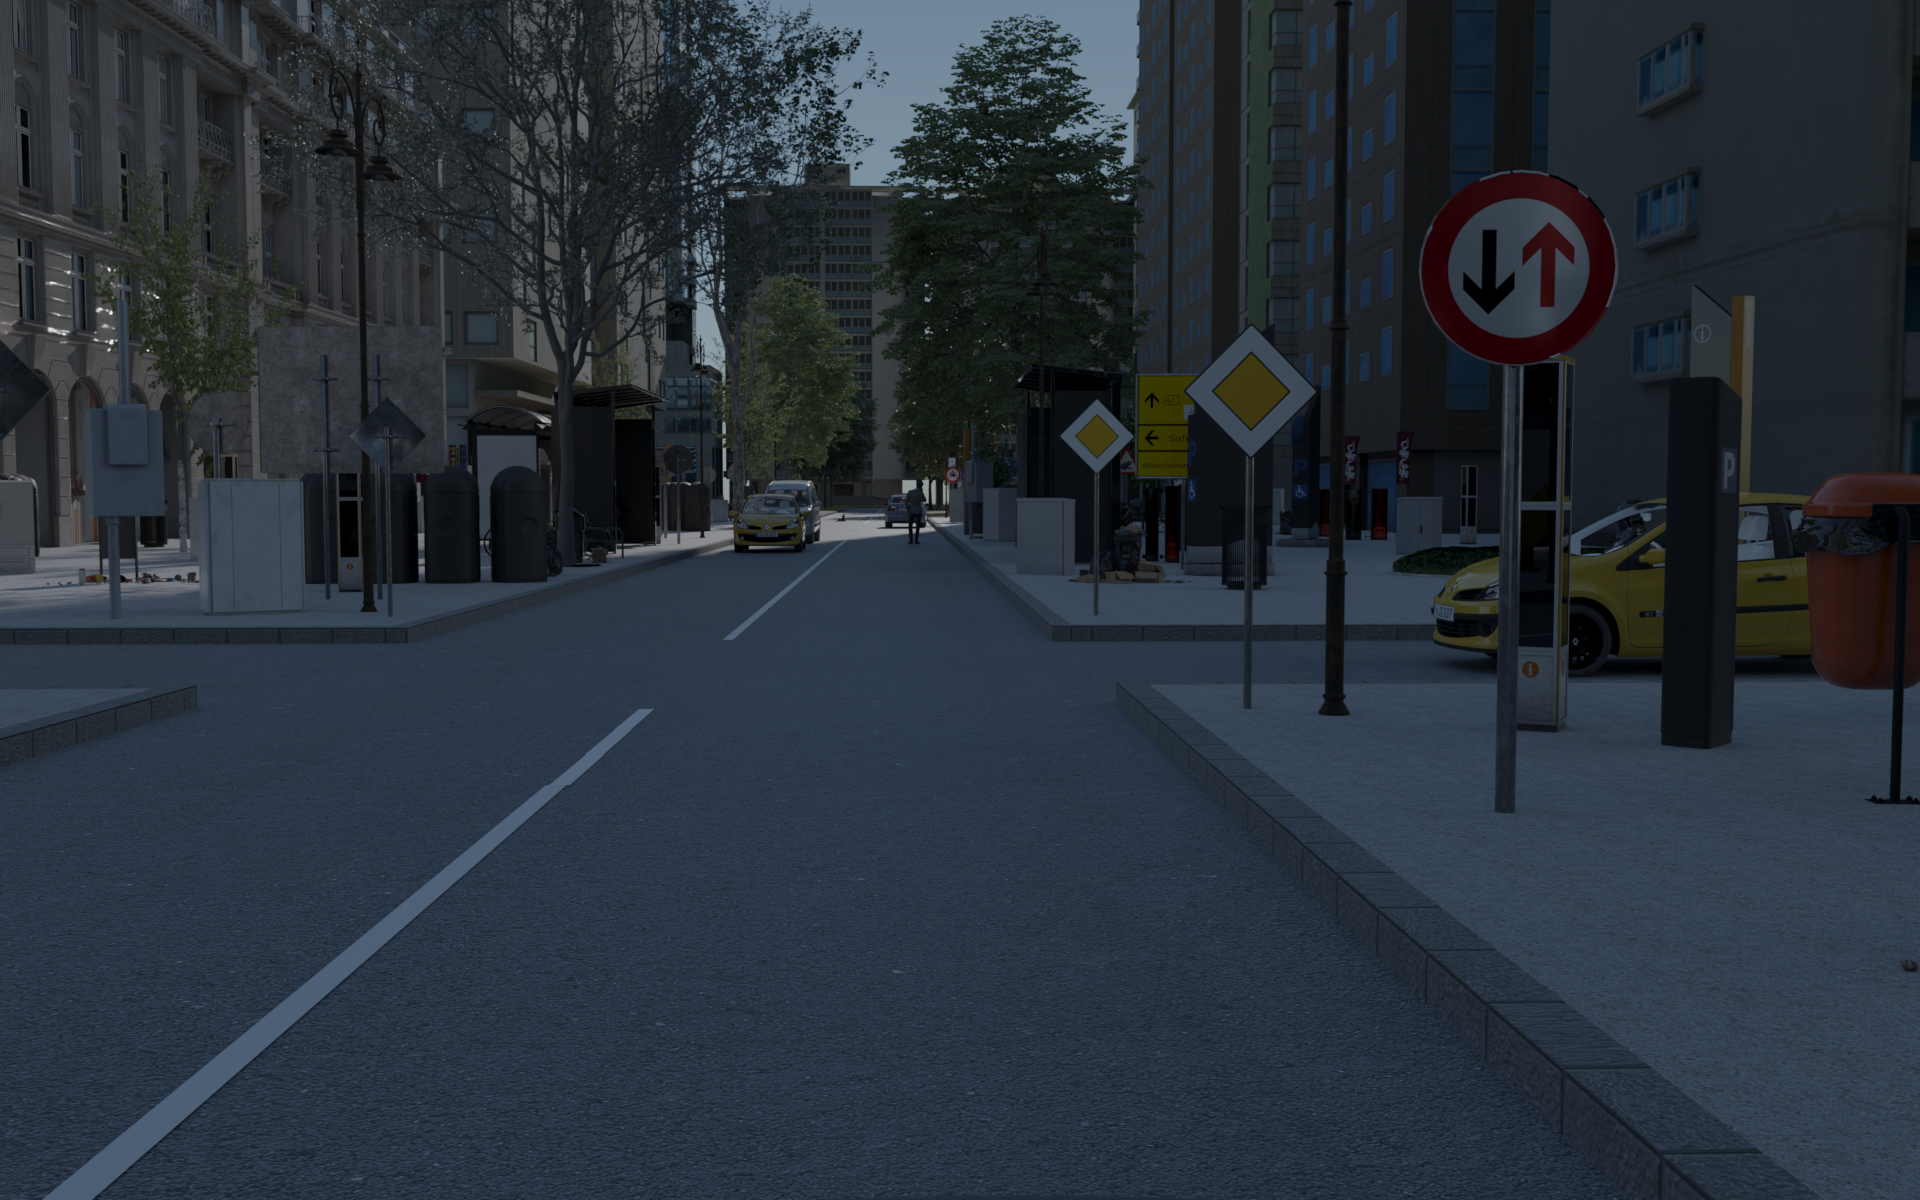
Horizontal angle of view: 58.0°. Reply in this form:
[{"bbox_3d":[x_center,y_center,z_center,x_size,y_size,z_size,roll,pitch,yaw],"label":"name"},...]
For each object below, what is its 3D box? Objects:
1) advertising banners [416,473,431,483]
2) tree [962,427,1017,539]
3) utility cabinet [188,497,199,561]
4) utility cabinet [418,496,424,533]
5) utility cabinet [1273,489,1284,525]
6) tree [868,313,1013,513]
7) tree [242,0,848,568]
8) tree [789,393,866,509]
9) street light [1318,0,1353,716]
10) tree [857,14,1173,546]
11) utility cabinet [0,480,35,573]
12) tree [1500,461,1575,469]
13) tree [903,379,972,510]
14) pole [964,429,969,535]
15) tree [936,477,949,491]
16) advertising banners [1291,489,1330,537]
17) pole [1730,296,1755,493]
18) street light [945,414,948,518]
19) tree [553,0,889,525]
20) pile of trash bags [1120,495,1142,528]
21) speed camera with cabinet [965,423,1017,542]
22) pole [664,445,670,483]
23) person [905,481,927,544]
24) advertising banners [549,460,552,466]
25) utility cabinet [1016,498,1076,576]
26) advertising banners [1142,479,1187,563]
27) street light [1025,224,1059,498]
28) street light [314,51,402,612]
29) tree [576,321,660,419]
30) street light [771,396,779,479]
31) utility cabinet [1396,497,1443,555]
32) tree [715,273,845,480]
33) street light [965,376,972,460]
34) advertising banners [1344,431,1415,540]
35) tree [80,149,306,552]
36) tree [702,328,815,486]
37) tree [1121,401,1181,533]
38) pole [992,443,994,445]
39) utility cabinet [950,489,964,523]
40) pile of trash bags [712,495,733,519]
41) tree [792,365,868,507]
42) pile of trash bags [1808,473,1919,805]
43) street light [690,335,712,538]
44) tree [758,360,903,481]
[{"bbox_3d":[-13.524,-2.771,41.492,2.074,3.025,0.090,-3,5,-41],"label":"advertising banners"},{"bbox_3d":[0.775,-3.407,50.309,1.663,3.219,1.824,0,3,0],"label":"tree"},{"bbox_3d":[-14.757,-1.380,33.721,0.306,1.237,1.020,-2,4,-33],"label":"utility cabinet"},{"bbox_3d":[-17.926,-2.794,56.848,1.020,1.237,0.306,2,4,34],"label":"utility cabinet"},{"bbox_3d":[12.711,-3.817,71.083,1.173,1.500,0.318,3,5,41],"label":"utility cabinet"},{"bbox_3d":[-0.584,-12.933,118.105,9.857,13.997,8.962,0,3,0],"label":"tree"},{"bbox_3d":[-6.848,-7.320,30.048,12.009,13.543,11.850,0,3,0],"label":"tree"},{"bbox_3d":[-12.048,-13.305,151.948,8.767,10.594,7.601,2,4,24],"label":"tree"},{"bbox_3d":[2.179,-2.271,9.915,0.468,5.910,1.993,0,4,-2],"label":"street light"},{"bbox_3d":[1.156,-7.572,41.926,7.486,12.596,7.792,0,3,0],"label":"tree"},{"bbox_3d":[-15.462,-1.162,27.670,1.173,1.500,0.318,-2,4,-29],"label":"utility cabinet"},{"bbox_3d":[13.535,-2.854,41.260,1.663,3.219,1.824,0,3,0],"label":"tree"},{"bbox_3d":[-2.320,-13.163,140.975,9.928,11.665,9.643,0,3,0],"label":"tree"},{"bbox_3d":[0.207,-3.709,54.493,0.158,3.312,0.155,0,3,0],"label":"pole"},{"bbox_3d":[-2.077,-13.150,165.358,4.360,8.622,3.978,0,3,0],"label":"tree"},{"bbox_3d":[10.942,-3.401,51.796,2.074,3.025,0.090,0,4,-5],"label":"advertising banners"},{"bbox_3d":[8.076,-1.474,17.950,0.158,3.312,0.155,0,3,0],"label":"pole"},{"bbox_3d":[-0.737,-7.353,93.009,0.468,5.910,1.993,0,4,-2],"label":"street light"},{"bbox_3d":[-9.314,-12.593,61.781,12.611,20.169,13.585,0,3,0],"label":"tree"},{"bbox_3d":[3.004,-2.144,44.811,1.912,1.369,3.447,-3,5,-40],"label":"pile of trash bags"},{"bbox_3d":[0.854,-3.264,47.703,0.660,3.252,2.038,-2,4,-27],"label":"speed camera with cabinet"},{"bbox_3d":[-12.121,-4.765,71.746,0.158,3.312,0.155,0,3,0],"label":"pole"},{"bbox_3d":[-1.277,-2.507,49.673,0.592,1.802,0.473,1,4,20],"label":"person"},{"bbox_3d":[-21.769,-5.720,89.702,2.074,3.025,0.090,0,4,4],"label":"advertising banners"},{"bbox_3d":[1.368,-1.005,27.599,0.306,1.237,1.020,-3,5,-45],"label":"utility cabinet"},{"bbox_3d":[3.959,-2.211,32.339,0.090,3.025,2.074,-2,4,-24],"label":"advertising banners"},{"bbox_3d":[1.413,-3.500,30.009,0.468,5.910,1.993,0,4,-2],"label":"street light"},{"bbox_3d":[-6.447,-2.809,18.712,0.468,5.910,1.993,0,4,-2],"label":"street light"},{"bbox_3d":[-14.883,-7.569,74.123,4.360,8.622,3.978,0,3,0],"label":"tree"},{"bbox_3d":[-8.717,-6.659,81.668,0.468,5.910,1.993,0,4,-2],"label":"street light"},{"bbox_3d":[9.615,-1.537,36.297,0.306,1.237,1.020,-2,4,-33],"label":"utility cabinet"},{"bbox_3d":[-8.556,-10.465,89.230,7.486,12.596,7.792,0,3,0],"label":"tree"},{"bbox_3d":[0.308,-5.443,61.786,0.468,5.910,1.993,0,4,-2],"label":"street light"},{"bbox_3d":[11.679,-3.188,48.305,2.074,3.025,0.090,-1,4,-9],"label":"advertising banners"},{"bbox_3d":[-16.922,-5.363,38.044,4.737,8.622,4.395,0,3,0],"label":"tree"},{"bbox_3d":[-9.284,-7.685,76.016,4.360,8.622,3.978,0,3,0],"label":"tree"},{"bbox_3d":[6.123,-4.519,57.597,4.285,4.588,4.351,0,3,0],"label":"tree"},{"bbox_3d":[1.191,-4.360,65.135,0.158,3.312,0.155,0,3,0],"label":"pole"},{"bbox_3d":[0.105,-4.158,76.657,1.173,1.500,0.318,3,4,36],"label":"utility cabinet"},{"bbox_3d":[-11.991,-4.900,89.871,3.447,1.369,1.912,-3,4,-36],"label":"pile of trash bags"},{"bbox_3d":[-12.442,-16.023,168.634,9.857,13.997,8.962,0,3,0],"label":"tree"},{"bbox_3d":[5.310,0.150,7.301,3.447,1.369,1.912,0,4,4],"label":"pile of trash bags"},{"bbox_3d":[-7.530,-4.750,50.451,0.468,5.910,1.993,0,4,-2],"label":"street light"},{"bbox_3d":[-11.269,-12.513,130.336,9.928,11.665,9.643,0,3,0],"label":"tree"}]
